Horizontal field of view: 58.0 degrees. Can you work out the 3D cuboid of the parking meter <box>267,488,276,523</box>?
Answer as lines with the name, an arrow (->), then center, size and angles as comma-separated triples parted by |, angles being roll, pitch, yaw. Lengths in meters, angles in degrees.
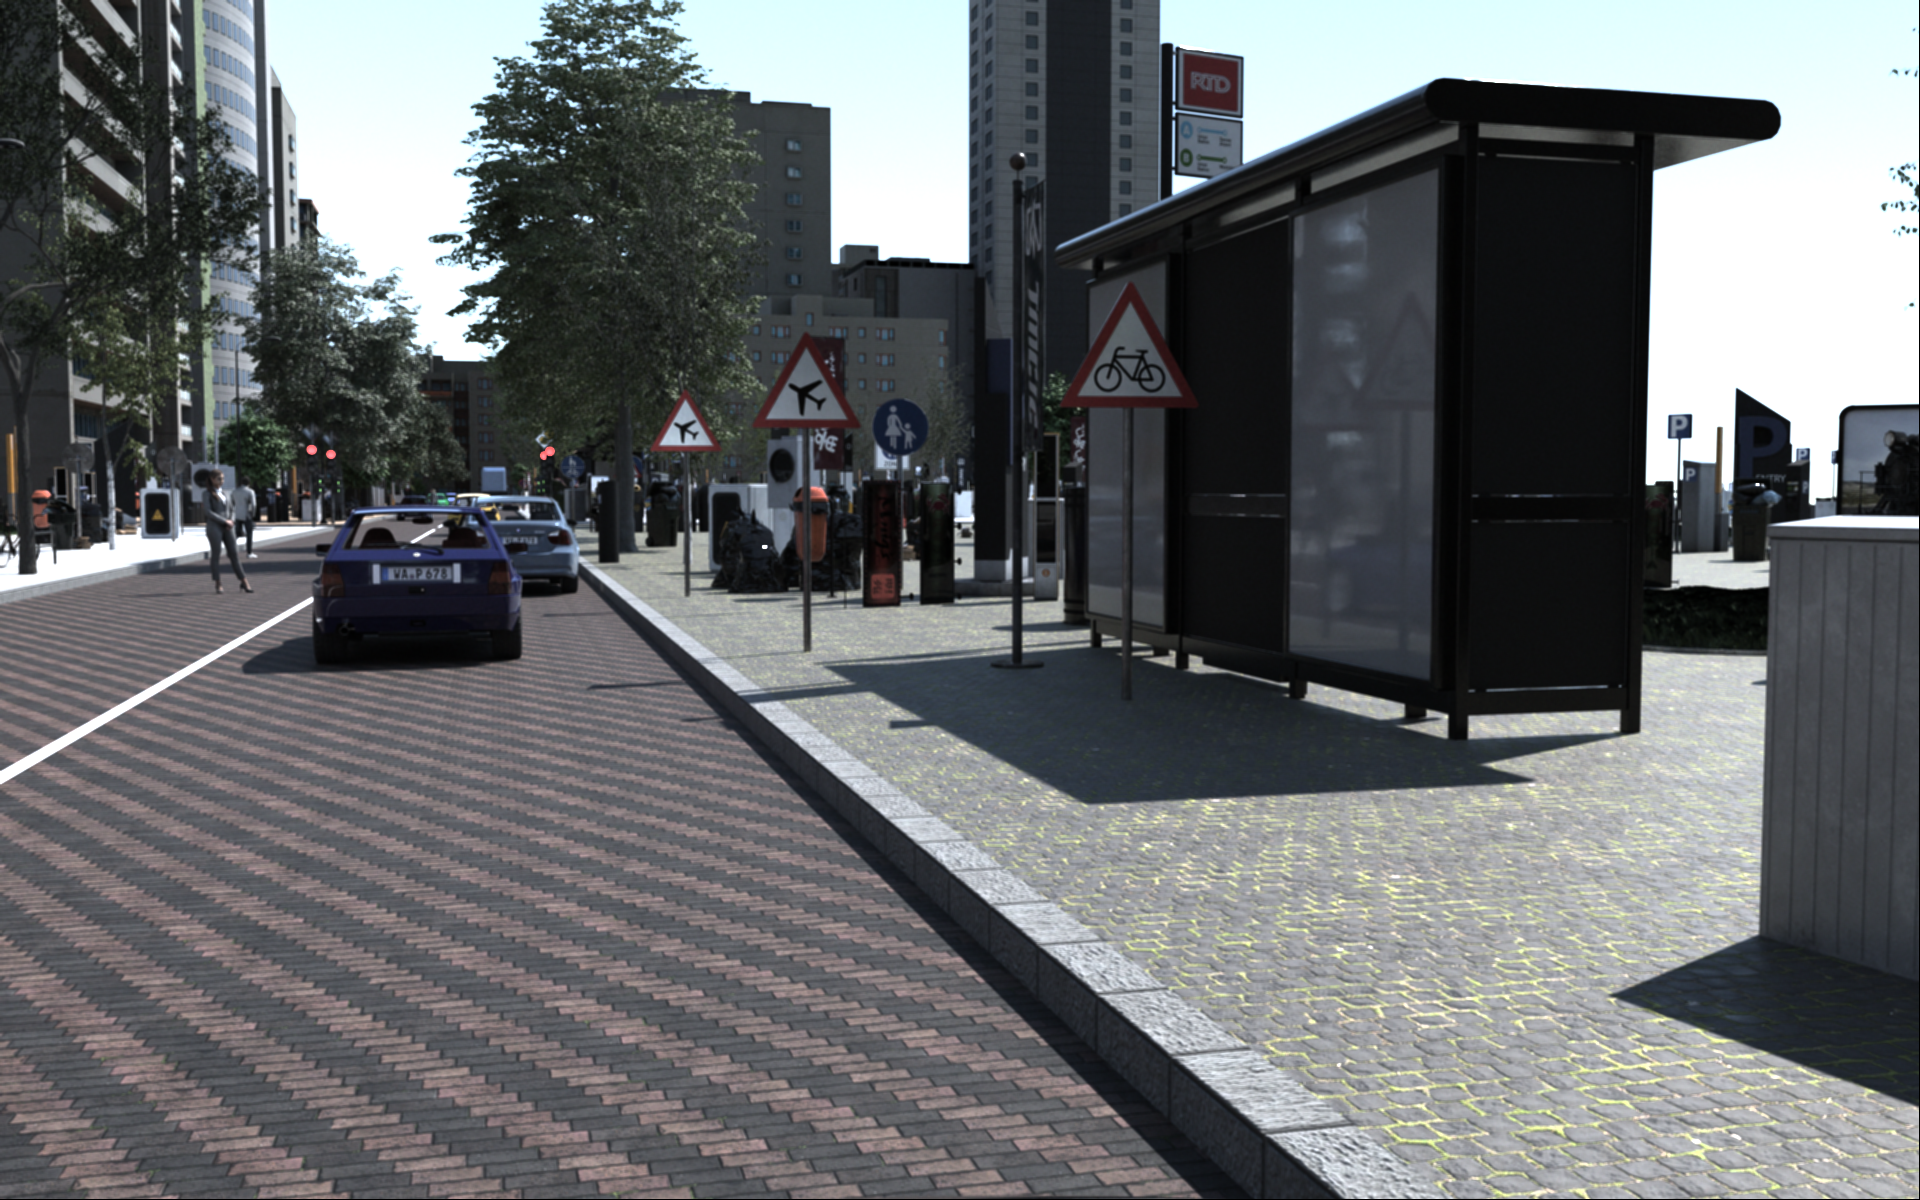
parking meter -> -30.452, -4.171, 76.599 | 0.372, 1.533, 0.369 | 0, 3, 0

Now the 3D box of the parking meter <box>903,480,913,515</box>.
parking meter -> -2.158, -4.065, 72.169 | 0.255, 1.863, 0.399 | -3, 5, -43

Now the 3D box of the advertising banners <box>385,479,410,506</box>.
advertising banners -> -46.867, -9.073, 144.528 | 2.074, 3.025, 0.090 | -1, 4, -19

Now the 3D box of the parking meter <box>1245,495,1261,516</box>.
parking meter -> 6.660, -2.056, 39.330 | 0.255, 1.863, 0.399 | -1, 4, -16

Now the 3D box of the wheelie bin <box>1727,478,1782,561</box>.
wheelie bin -> 15.241, -1.552, 33.277 | 0.980, 1.594, 0.693 | 2, 4, 33

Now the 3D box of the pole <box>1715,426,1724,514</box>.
pole -> 22.825, -3.563, 52.100 | 0.158, 3.312, 0.155 | 0, 3, 0

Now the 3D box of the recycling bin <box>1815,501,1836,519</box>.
recycling bin -> 31.036, -3.024, 61.994 | 0.722, 1.027, 0.722 | 2, 4, 32

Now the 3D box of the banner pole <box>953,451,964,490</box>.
banner pole -> -0.089, -6.813, 101.410 | 0.863, 3.779, 0.401 | 0, 4, -3

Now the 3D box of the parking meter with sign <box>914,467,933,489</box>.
parking meter with sign -> -2.080, -6.928, 109.527 | 1.738, 3.016, 0.543 | 3, 5, 44

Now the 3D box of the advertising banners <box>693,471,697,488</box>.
advertising banners -> -20.795, -8.393, 133.407 | 0.090, 3.025, 2.074 | 2, 4, 24

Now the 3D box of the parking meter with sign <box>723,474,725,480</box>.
parking meter with sign -> -20.901, -9.243, 147.377 | 1.738, 3.016, 0.543 | 0, 4, -2

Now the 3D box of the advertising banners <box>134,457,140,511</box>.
advertising banners -> -37.043, -5.080, 79.249 | 2.074, 3.025, 0.090 | 0, 4, -1

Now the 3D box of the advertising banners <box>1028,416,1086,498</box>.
advertising banners -> 2.013, -2.623, 39.078 | 2.074, 3.025, 0.090 | 2, 4, 28

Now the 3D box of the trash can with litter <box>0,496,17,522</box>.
trash can with litter -> -43.862, -4.180, 79.403 | 2.233, 1.210, 1.678 | 1, 4, 10

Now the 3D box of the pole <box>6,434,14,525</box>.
pole -> -32.215, -3.973, 58.795 | 0.158, 3.312, 0.155 | 0, 3, 0

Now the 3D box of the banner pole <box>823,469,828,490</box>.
banner pole -> -6.975, -6.108, 89.884 | 0.401, 3.779, 0.863 | 1, 4, 18

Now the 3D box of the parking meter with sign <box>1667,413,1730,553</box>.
parking meter with sign -> 16.302, -2.562, 38.144 | 1.738, 3.016, 0.543 | -2, 4, -35

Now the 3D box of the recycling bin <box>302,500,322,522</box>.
recycling bin -> -29.636, -4.076, 79.195 | 0.722, 1.027, 0.722 | 0, 4, -7

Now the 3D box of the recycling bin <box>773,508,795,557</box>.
recycling bin -> -3.362, -1.215, 32.424 | 0.722, 1.027, 0.722 | -3, 4, -38

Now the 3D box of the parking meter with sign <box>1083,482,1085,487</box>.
parking meter with sign -> 7.128, -5.735, 90.031 | 1.738, 3.016, 0.543 | 2, 4, 23

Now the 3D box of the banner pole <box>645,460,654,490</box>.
banner pole -> -20.859, -7.721, 116.258 | 0.863, 3.779, 0.401 | 1, 4, 20

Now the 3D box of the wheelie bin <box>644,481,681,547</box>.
wheelie bin -> -7.242, -2.106, 42.341 | 0.693, 1.594, 0.980 | 2, 4, 35

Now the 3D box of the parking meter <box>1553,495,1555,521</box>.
parking meter -> 24.073, -3.912, 69.679 | 0.255, 1.863, 0.399 | -2, 4, -27

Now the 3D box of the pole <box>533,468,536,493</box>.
pole -> -33.130, -8.633, 135.000 | 0.158, 3.312, 0.155 | 0, 3, 0

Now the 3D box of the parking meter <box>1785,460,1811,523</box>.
parking meter -> 14.245, -1.454, 29.482 | 0.399, 1.863, 0.255 | -3, 4, -37

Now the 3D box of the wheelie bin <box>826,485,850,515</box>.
wheelie bin -> -4.137, -3.111, 58.766 | 0.693, 1.594, 0.980 | 2, 4, 35

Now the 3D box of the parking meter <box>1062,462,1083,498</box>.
parking meter -> 2.030, -1.563, 31.266 | 0.255, 1.863, 0.399 | 2, 4, 28

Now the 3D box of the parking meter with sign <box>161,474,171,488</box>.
parking meter with sign -> -37.500, -5.242, 81.968 | 0.543, 3.016, 1.738 | -1, 4, -20

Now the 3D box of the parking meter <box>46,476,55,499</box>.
parking meter -> -26.999, -2.810, 51.649 | 0.399, 1.863, 0.255 | -3, 5, -40

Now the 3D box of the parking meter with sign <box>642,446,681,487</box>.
parking meter with sign -> -10.562, -3.961, 61.023 | 0.543, 3.016, 1.738 | 1, 4, 16

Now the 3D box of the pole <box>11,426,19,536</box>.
pole -> -28.052, -3.537, 51.674 | 0.158, 3.312, 0.155 | 0, 3, 0

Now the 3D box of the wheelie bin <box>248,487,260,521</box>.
wheelie bin -> -33.284, -4.486, 81.247 | 0.980, 1.594, 0.693 | 2, 4, 29

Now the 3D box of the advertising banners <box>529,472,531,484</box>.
advertising banners -> -33.385, -8.557, 136.094 | 0.090, 3.025, 2.074 | 2, 4, 24

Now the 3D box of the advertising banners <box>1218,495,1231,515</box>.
advertising banners -> 9.020, -4.136, 63.818 | 2.074, 3.025, 0.090 | 0, 4, 2

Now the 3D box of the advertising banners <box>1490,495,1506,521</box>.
advertising banners -> 9.620, -2.154, 31.403 | 2.074, 3.025, 0.090 | 1, 4, 10

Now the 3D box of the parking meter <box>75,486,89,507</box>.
parking meter -> -27.034, -2.749, 53.363 | 0.372, 1.533, 0.369 | 0, 3, 0

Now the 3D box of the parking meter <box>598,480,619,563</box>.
parking meter -> -6.576, -1.468, 32.408 | 0.372, 1.533, 0.369 | 0, 3, 0

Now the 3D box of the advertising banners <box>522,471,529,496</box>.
advertising banners -> -33.454, -8.362, 132.906 | 0.090, 3.025, 2.074 | -1, 4, -9

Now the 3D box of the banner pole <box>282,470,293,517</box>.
banner pole -> -37.508, -6.522, 96.650 | 0.401, 3.779, 0.863 | 2, 4, 24

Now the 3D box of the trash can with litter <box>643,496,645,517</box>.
trash can with litter -> -17.781, -5.151, 95.605 | 0.624, 1.170, 1.055 | 2, 4, 29

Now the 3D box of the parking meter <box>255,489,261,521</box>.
parking meter -> -33.586, -4.540, 82.634 | 0.372, 1.533, 0.369 | 0, 3, 0

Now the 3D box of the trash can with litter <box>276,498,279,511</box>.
trash can with litter -> -32.368, -4.338, 82.316 | 0.624, 1.170, 1.055 | -3, 5, -40

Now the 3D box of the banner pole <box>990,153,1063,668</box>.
banner pole -> 0.485, -1.381, 12.591 | 0.401, 3.779, 0.863 | -1, 4, -15

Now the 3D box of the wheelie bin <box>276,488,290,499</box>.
wheelie bin -> -36.306, -5.182, 92.640 | 0.980, 1.594, 0.693 | 2, 4, 29

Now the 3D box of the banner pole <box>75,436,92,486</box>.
banner pole -> -37.651, -5.160, 74.382 | 0.863, 3.779, 0.401 | -3, 5, -44

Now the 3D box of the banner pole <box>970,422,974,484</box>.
banner pole -> 0.729, -2.940, 38.083 | 0.401, 3.779, 0.863 | 3, 5, 44

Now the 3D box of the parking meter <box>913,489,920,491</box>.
parking meter -> -2.102, -4.616, 83.874 | 0.372, 1.533, 0.369 | 0, 3, 0

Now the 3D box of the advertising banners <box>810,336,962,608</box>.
advertising banners -> -0.867, -1.440, 19.728 | 2.074, 3.025, 0.090 | -2, 4, -33

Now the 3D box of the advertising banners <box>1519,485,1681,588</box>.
advertising banners -> 8.875, -1.702, 24.011 | 2.074, 3.025, 0.090 | 2, 4, 24

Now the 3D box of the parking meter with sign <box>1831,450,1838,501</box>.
parking meter with sign -> 35.533, -4.432, 68.726 | 1.738, 3.016, 0.543 | 0, 4, 7

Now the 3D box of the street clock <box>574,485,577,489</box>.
street clock -> -31.511, -8.398, 141.870 | 0.358, 2.002, 0.471 | -2, 4, -35

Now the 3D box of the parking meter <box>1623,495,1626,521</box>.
parking meter -> 15.891, -2.006, 41.211 | 0.372, 1.533, 0.369 | 0, 3, 0

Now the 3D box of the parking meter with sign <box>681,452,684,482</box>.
parking meter with sign -> -10.901, -4.326, 66.988 | 0.543, 3.016, 1.738 | -1, 4, -13

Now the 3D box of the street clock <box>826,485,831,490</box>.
street clock -> -10.892, -8.530, 144.031 | 0.471, 2.002, 0.358 | 2, 4, 25

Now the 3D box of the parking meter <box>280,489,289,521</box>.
parking meter -> -31.726, -4.460, 81.329 | 0.372, 1.533, 0.369 | 0, 3, 0

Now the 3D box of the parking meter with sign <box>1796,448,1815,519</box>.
parking meter with sign -> 33.395, -4.456, 69.121 | 1.738, 3.016, 0.543 | 2, 4, 28

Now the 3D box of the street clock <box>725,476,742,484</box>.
street clock -> -8.850, -3.898, 68.297 | 0.358, 2.002, 0.471 | 3, 4, 36

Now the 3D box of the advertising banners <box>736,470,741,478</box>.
advertising banners -> -16.734, -8.023, 127.365 | 0.090, 3.025, 2.074 | -3, 5, -44
